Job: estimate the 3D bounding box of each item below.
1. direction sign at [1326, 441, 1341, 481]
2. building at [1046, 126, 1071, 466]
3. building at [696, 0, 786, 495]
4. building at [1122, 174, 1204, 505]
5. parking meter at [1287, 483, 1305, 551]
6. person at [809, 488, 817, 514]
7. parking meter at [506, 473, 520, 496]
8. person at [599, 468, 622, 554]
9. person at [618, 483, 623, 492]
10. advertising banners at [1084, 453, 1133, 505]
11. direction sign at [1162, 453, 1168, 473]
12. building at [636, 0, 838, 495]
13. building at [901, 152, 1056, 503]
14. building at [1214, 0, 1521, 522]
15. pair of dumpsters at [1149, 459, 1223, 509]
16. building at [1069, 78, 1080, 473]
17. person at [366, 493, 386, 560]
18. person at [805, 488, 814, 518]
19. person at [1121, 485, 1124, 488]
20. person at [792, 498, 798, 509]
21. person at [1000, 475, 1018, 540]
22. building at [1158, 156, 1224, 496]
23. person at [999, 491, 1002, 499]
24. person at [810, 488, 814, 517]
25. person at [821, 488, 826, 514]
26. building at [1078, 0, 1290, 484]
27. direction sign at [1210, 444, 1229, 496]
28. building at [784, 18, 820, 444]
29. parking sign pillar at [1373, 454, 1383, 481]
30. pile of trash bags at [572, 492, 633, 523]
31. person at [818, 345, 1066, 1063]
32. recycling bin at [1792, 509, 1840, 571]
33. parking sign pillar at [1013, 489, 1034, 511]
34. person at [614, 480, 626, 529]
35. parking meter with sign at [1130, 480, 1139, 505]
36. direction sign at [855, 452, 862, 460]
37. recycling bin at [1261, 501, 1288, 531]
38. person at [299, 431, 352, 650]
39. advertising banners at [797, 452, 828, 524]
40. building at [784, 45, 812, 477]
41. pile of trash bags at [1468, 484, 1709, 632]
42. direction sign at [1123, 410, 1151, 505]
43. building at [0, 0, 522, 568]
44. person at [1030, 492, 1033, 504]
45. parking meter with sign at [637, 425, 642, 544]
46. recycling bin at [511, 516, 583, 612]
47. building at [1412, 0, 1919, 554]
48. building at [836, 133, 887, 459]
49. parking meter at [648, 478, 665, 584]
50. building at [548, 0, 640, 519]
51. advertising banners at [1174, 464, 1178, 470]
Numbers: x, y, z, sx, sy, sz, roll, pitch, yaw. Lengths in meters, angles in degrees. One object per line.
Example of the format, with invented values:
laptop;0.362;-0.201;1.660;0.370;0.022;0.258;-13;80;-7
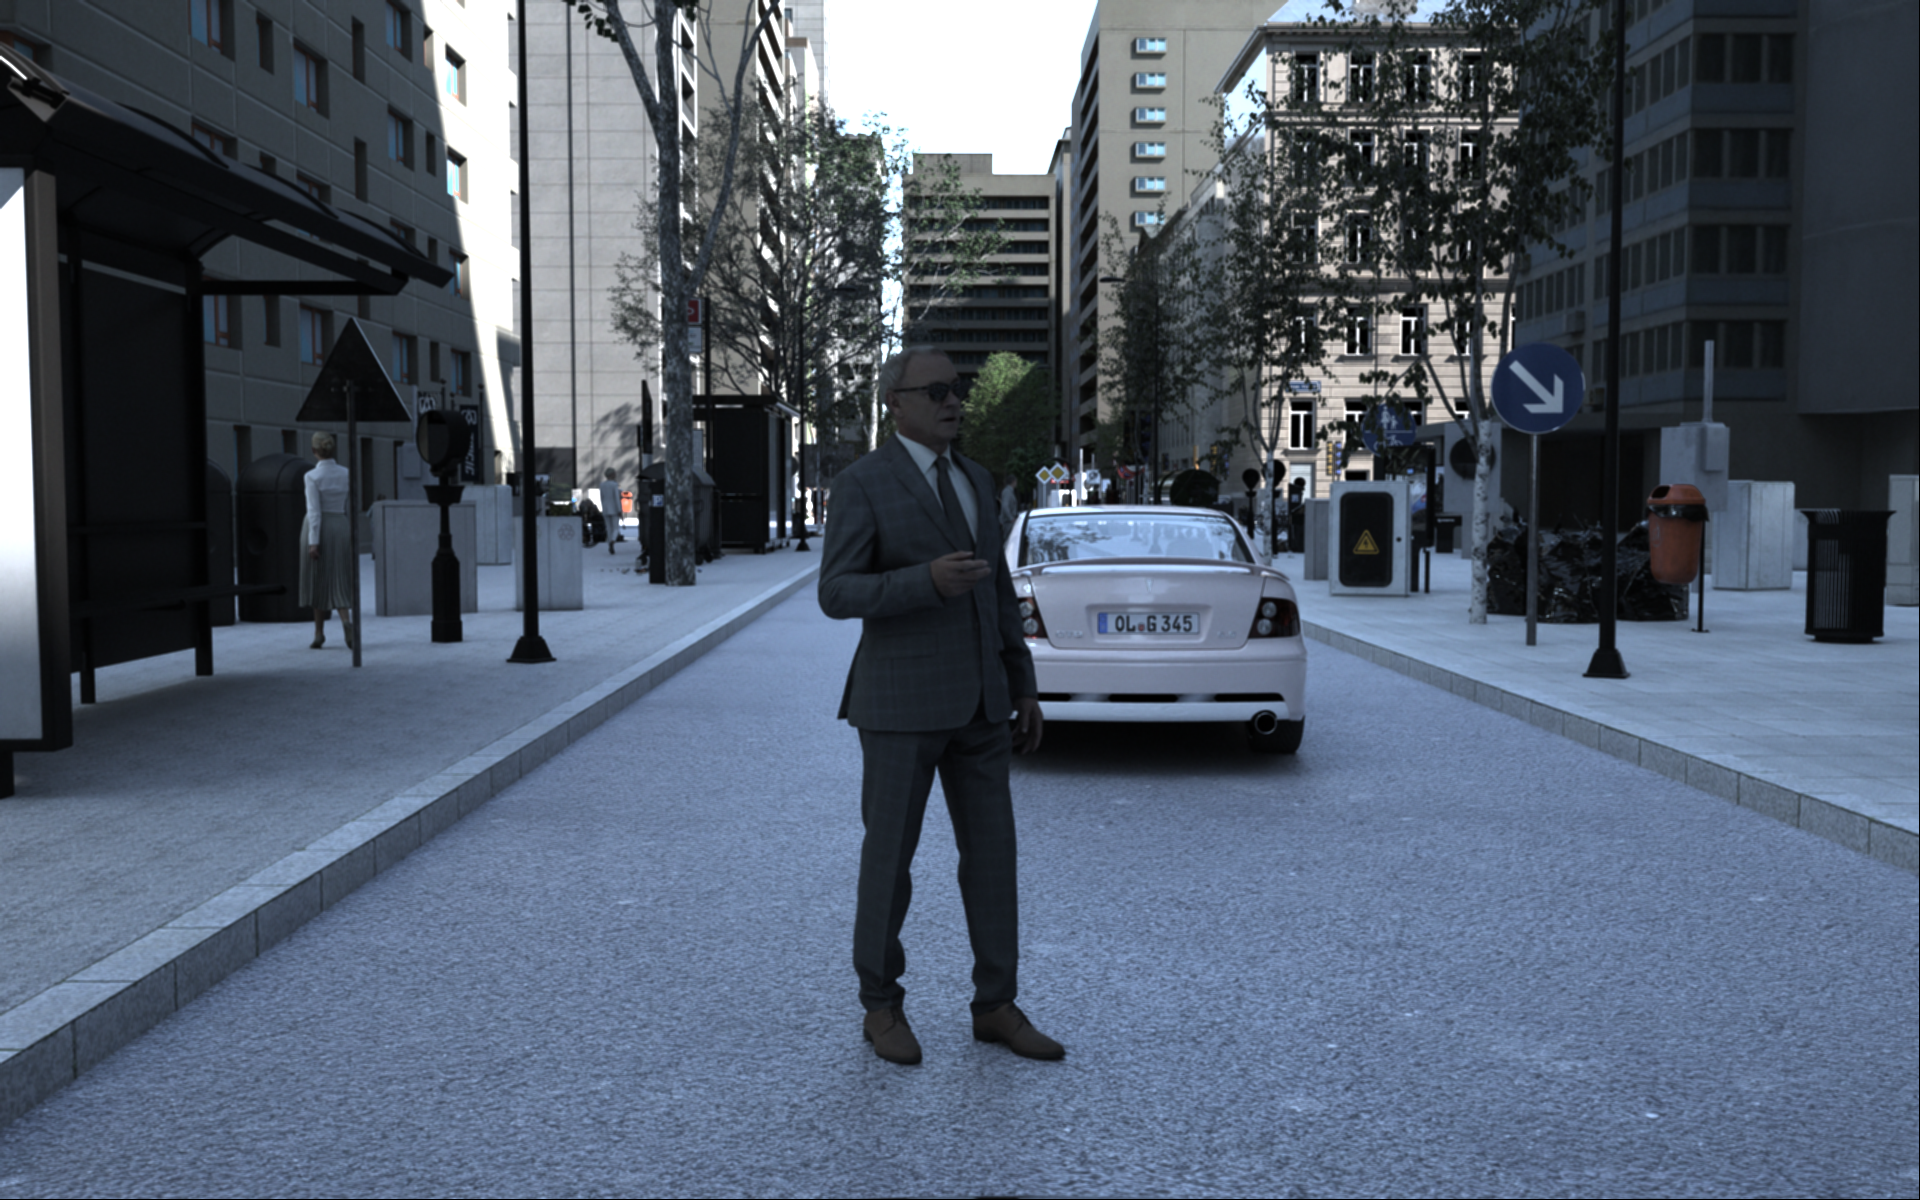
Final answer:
direction sign;15.855;-4.988;73.543;0.876;3.537;0.379;-2;4;-35
building;26.976;-40.584;252.782;27.495;52.752;28.713;0;4;-1
building;-24.537;-30.848;128.070;21.300;48.544;21.600;0;4;-1
building;19.423;-18.956;129.021;14.460;24.649;34.723;0;4;-1
parking meter;7.585;-1.876;39.085;0.372;1.533;0.369;0;3;0
person;-8.257;-5.588;97.582;0.473;1.802;0.592;-3;4;-38
parking meter;-12.169;-2.538;47.201;0.255;1.863;0.399;1;4;10
person;-7.427;-1.888;36.785;0.514;1.842;0.818;0;4;2
person;-17.285;-4.994;87.724;0.581;1.822;0.654;1;4;20
advertising banners;5.373;-3.987;61.369;2.074;3.025;0.090;2;4;28
direction sign;11.448;-6.404;96.701;0.379;3.537;0.876;-1;4;-15
building;-25.189;-46.716;202.055;20.611;71.187;20.563;0;4;-1
building;2.478;-38.210;248.441;21.600;48.544;21.300;0;4;-1
building;25.911;-17.600;85.021;25.104;27.353;12.463;0;4;-1
pair of dumpsters;6.491;-2.894;49.809;1.574;2.255;4.437;0;4;-1
building;18.928;-32.483;181.204;14.600;45.320;14.200;0;4;-1
person;-11.348;-1.434;33.764;0.425;1.301;0.394;-1;4;-23
person;-8.094;-5.277;92.674;0.624;1.780;0.694;-1;4;-12
person;9.766;-5.982;103.723;0.818;1.842;0.514;-1;4;-16
person;-9.341;-5.569;96.953;0.638;1.841;0.748;1;4;20
person;0.965;-1.538;33.739;0.391;1.810;0.635;-1;4;-9
building;17.979;-15.170;102.782;10.420;20.320;16.860;0;4;-1
person;4.951;-12.503;211.391;0.530;1.710;0.541;-3;4;-37
person;-8.130;-5.491;96.249;0.576;1.772;0.534;-1;4;-11
person;-8.579;-6.297;109.672;0.598;1.740;0.731;-1;4;-18
building;22.724;-33.002;163.280;21.300;48.544;21.600;0;4;-1
direction sign;11.704;-5.269;78.147;0.876;3.537;0.379;1;4;23
building;-21.025;-31.657;167.704;14.600;45.320;14.200;0;4;-1
parking sign pillar;13.722;-4.115;55.745;1.447;3.967;1.447;2;4;33
pile of trash bags;-16.321;-4.123;77.169;3.447;1.369;1.912;-1;4;-14
person;-0.020;0.264;4.358;0.661;1.801;0.590;-3;5;-41
recycling bin;14.375;-1.017;29.181;0.722;1.027;0.722;1;4;21
parking sign pillar;4.669;-8.892;133.850;1.447;3.967;1.447;-2;4;-30
person;-12.483;-3.466;63.051;0.599;1.781;0.374;-1;4;-15
parking meter with sign;9.084;-5.704;89.522;0.543;3.016;1.738;1;4;19
direction sign;-5.471;-6.221;93.711;0.379;3.537;0.876;-2;4;-33
recycling bin;10.949;-2.917;60.250;0.722;1.027;0.722;-1;4;-12
person;-5.166;-0.488;14.244;0.478;1.798;0.641;-3;5;-41
advertising banners;-5.947;-4.713;73.242;2.074;3.025;0.090;-2;4;-31
building;-20.764;-28.754;153.715;14.154;41.232;14.086;0;4;-1
pile of trash bags;6.565;-0.474;17.498;1.912;1.369;3.447;0;4;-4
direction sign;4.817;-3.369;47.078;0.876;3.537;0.379;-2;4;-28
building;-27.185;-11.711;36.513;28.899;21.520;27.650;0;4;-1
person;8.653;-12.427;208.857;0.705;1.869;1.348;0;4;-1
parking meter with sign;-7.289;-2.924;44.076;1.738;3.016;0.543;0;4;-4
recycling bin;-4.602;-0.413;19.300;0.722;1.027;0.722;-1;4;-18
building;27.665;-21.381;41.462;32.217;40.220;23.993;0;4;-1
building;-22.365;-40.525;251.814;27.495;52.752;28.713;0;4;-1
parking meter;-4.279;-1.006;24.862;0.372;1.533;0.369;0;3;0
building;-23.705;-40.372;98.335;20.563;71.187;20.611;0;4;-1
advertising banners;12.168;-6.376;100.431;0.090;3.025;2.074;-1;4;-17
